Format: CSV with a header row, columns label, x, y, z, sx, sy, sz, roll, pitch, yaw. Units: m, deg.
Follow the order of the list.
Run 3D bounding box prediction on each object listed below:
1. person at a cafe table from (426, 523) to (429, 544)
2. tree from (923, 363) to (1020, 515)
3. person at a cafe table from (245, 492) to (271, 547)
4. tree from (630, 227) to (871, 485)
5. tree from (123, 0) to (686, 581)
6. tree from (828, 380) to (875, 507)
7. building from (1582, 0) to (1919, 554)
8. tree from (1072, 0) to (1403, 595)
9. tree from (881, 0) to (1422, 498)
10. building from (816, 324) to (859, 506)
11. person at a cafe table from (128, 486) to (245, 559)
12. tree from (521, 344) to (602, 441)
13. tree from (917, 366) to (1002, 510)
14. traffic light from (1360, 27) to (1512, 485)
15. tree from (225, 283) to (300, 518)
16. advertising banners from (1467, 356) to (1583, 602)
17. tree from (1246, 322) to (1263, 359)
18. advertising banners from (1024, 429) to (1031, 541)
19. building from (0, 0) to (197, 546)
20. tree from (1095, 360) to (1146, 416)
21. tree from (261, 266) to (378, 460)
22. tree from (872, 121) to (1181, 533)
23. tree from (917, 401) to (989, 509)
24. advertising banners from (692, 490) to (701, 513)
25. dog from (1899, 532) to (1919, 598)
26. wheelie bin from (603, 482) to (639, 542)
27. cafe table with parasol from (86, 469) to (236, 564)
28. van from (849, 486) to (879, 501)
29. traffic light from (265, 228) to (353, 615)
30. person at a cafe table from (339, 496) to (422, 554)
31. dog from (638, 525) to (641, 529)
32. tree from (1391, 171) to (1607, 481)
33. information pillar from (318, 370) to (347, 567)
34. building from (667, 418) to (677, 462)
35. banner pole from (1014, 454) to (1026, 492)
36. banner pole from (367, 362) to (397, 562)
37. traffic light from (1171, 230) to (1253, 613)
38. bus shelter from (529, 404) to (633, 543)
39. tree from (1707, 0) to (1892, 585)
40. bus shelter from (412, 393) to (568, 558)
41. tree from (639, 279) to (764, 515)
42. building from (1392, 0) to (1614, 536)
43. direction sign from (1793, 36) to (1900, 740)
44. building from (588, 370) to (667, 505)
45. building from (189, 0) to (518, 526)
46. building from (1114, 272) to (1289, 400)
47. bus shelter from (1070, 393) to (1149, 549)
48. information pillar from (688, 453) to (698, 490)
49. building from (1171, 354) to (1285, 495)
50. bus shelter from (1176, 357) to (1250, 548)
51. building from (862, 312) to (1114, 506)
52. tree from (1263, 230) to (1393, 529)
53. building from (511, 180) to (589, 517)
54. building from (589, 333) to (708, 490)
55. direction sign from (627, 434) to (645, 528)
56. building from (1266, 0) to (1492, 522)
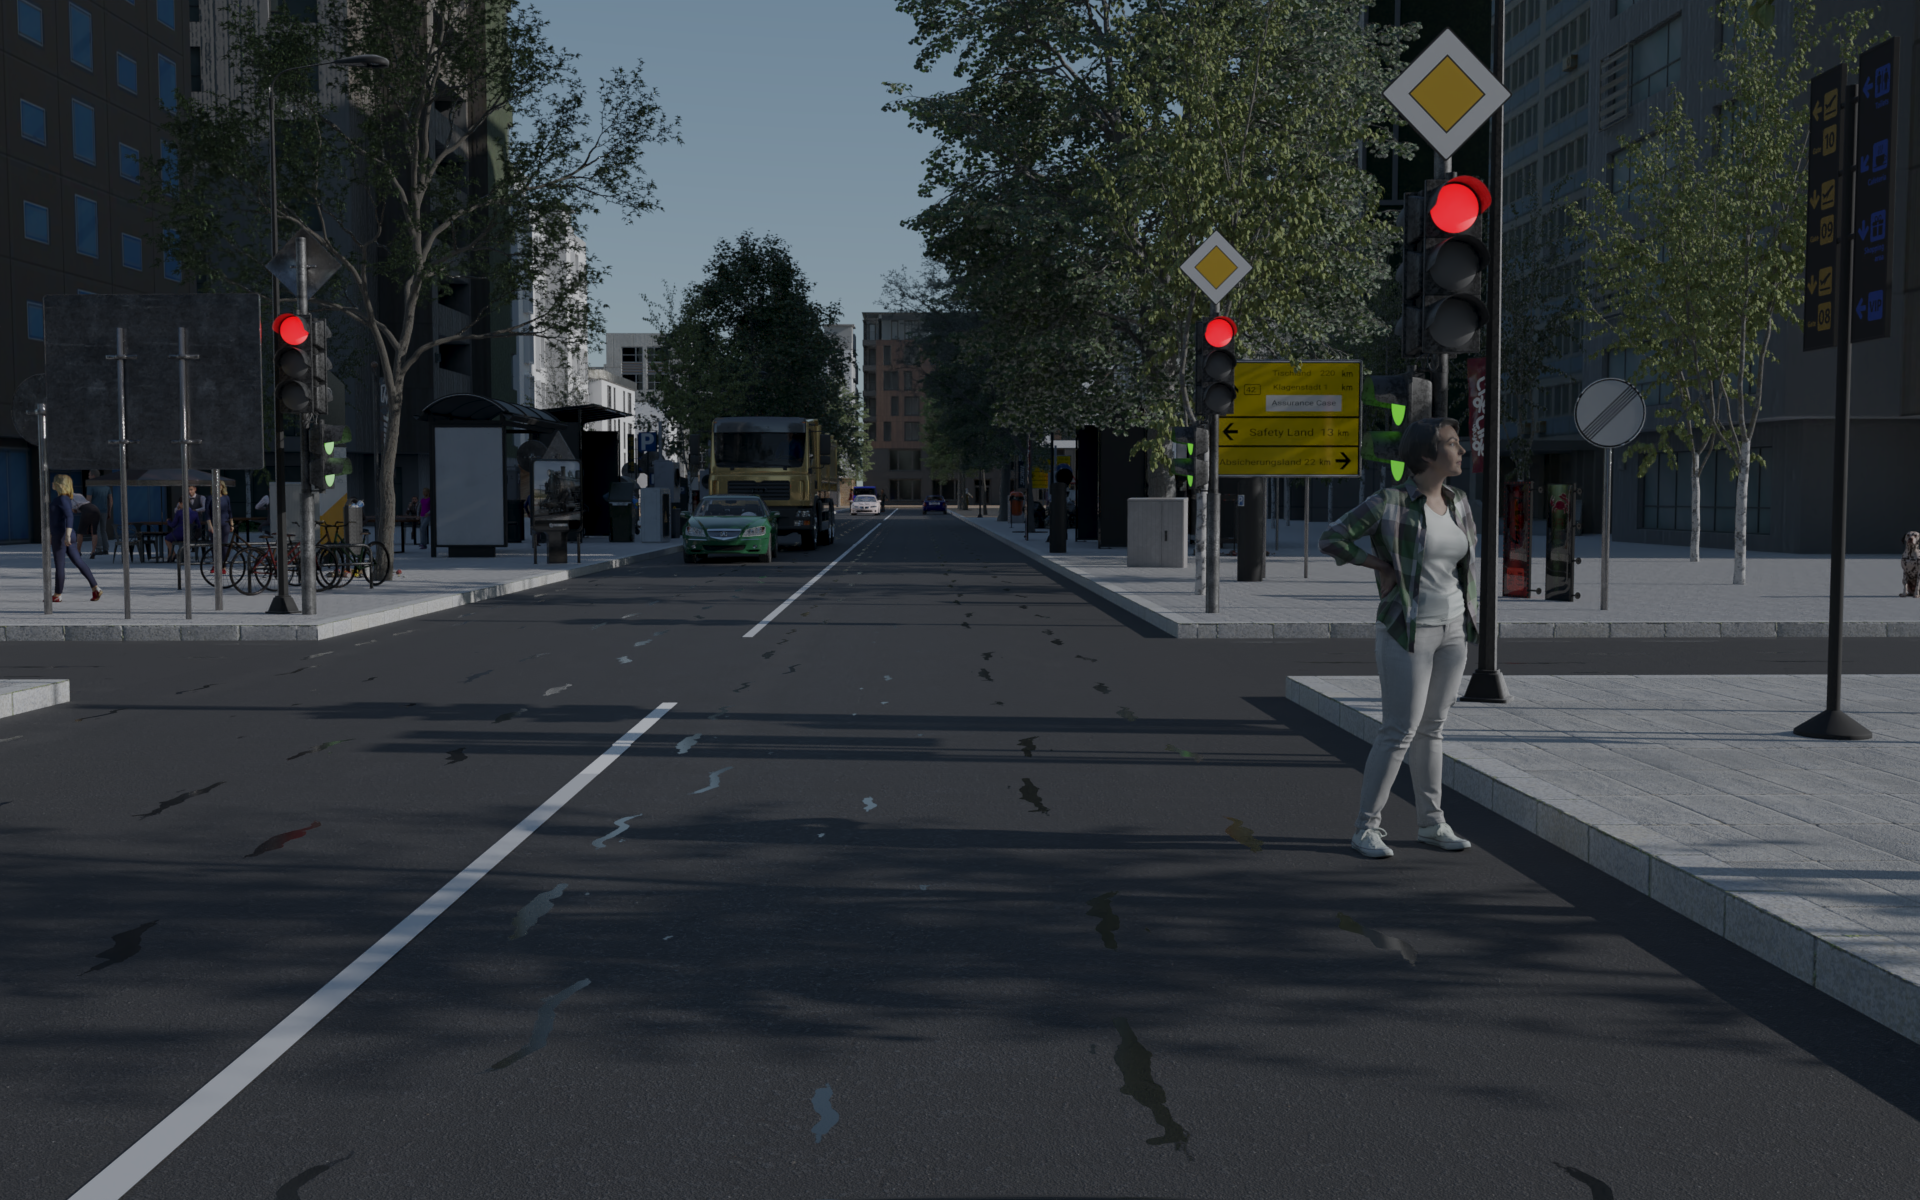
label,x,y,z,sx,sy,sz,roll,pitch,yaw
person at a cafe table,-14.118,-2.046,44.309,1.698,1.238,1.726,0,4,8
tree,1.218,-10.502,106.121,7.601,10.594,8.767,-1,4,-9
person at a cafe table,-16.214,-1.965,40.646,1.698,1.524,1.622,-3,5,-41
tree,-9.019,-9.639,74.611,9.611,12.733,9.660,0,3,0
tree,-8.251,-5.554,25.225,7.601,10.594,8.767,1,4,21
tree,-12.233,-15.265,167.701,7.486,12.596,7.792,0,3,0
building,23.811,-21.739,39.025,14.086,41.232,14.154,0,4,-1
tree,3.239,-4.378,21.950,4.737,8.622,4.395,0,3,0
tree,3.533,-7.607,31.029,9.857,13.997,8.962,0,3,0
building,-17.566,-20.951,198.972,11.380,20.091,16.016,0,4,-1
person at a cafe table,-15.554,-1.609,34.818,1.698,1.524,1.622,0,4,-8
tree,-18.914,-8.127,83.233,4.360,8.622,3.978,0,3,0
tree,0.202,-12.902,136.697,9.928,11.665,9.643,0,3,0
traffic light,2.915,-1.326,10.607,0.839,4.253,0.868,0,4,-1
tree,-24.816,-6.756,60.821,4.737,8.622,4.395,0,3,0
advertising banners,6.914,-1.540,21.373,0.090,3.025,2.074,-1,4,-23
tree,12.331,-6.605,58.350,4.360,8.622,3.978,0,3,0
advertising banners,1.853,-3.155,47.773,0.090,3.025,2.074,0,4,0
building,-30.375,-24.183,45.509,14.600,45.320,14.200,0,4,-1
tree,9.264,-8.589,90.792,4.360,8.622,3.978,0,3,0
tree,-19.427,-6.224,52.133,4.360,8.622,3.978,0,3,0
tree,2.178,-8.971,57.049,12.009,13.543,11.850,0,3,0
tree,0.334,-13.977,146.653,7.486,12.596,7.792,0,3,0
advertising banners,-10.216,-4.320,66.822,2.074,3.025,0.090,-2,4,-26
dog,12.016,-0.439,21.559,0.800,0.831,0.513,0,4,-7
wheelie bin,-8.999,-2.333,46.051,0.980,1.594,0.693,0,4,1
cafe table with parasol,-14.921,-1.683,32.376,2.610,1.966,2.610,0,4,3
van,-7.257,-7.801,131.932,2.240,2.365,5.245,0,4,-2
traffic light,-6.912,-1.798,18.323,0.839,4.253,0.868,0,4,-1
person at a cafe table,-12.806,-1.612,37.212,1.698,1.238,1.726,1,4,9
dog,-11.543,-2.819,63.826,0.550,0.427,0.748,-3,5,-43
tree,12.431,-5.416,38.915,4.360,8.622,3.978,0,3,0
information pillar,-11.115,-2.403,30.640,0.504,3.616,0.183,-3,5,-44
building,-39.207,-12.767,150.881,28.070,9.664,9.099,0,4,-1
banner pole,3.080,-6.105,89.838,0.863,3.779,0.401,0,4,6
banner pole,-10.880,-2.608,32.665,0.863,3.779,0.401,3,5,39
traffic light,2.706,-1.815,18.589,0.839,4.253,0.868,0,4,-1
bus shelter,-10.424,-3.471,48.039,1.731,3.624,6.357,0,4,-1
tree,11.005,-4.537,24.547,4.737,8.622,4.395,0,3,0
bus shelter,-10.013,-2.662,37.439,2.014,3.302,5.546,0,4,-2
tree,-9.159,-6.668,59.392,4.737,8.622,4.395,0,3,0
building,32.585,-22.534,60.319,32.217,40.220,23.993,0,4,-1
direction sign,4.637,-1.046,9.097,0.379,3.537,0.876,0,4,1
building,-28.946,-11.541,130.836,9.099,9.664,28.070,0,4,-1
building,-26.813,-18.276,70.513,14.160,30.474,14.107,0,4,-1
building,22.674,-16.793,141.016,16.747,18.905,31.486,0,4,-1
bus shelter,3.667,-3.194,43.501,1.731,3.624,6.357,0,4,-1
information pillar,-13.008,-5.700,84.543,0.504,3.616,0.183,-1,4,-20
building,19.769,-10.352,111.404,9.099,9.664,28.070,0,4,-1
bus shelter,6.648,-4.096,44.609,2.179,5.291,8.768,0,4,-1
building,5.035,-22.106,205.410,32.646,21.610,27.936,0,4,-1
tree,11.044,-5.852,46.042,4.360,8.622,3.978,0,3,0
building,-32.093,-15.529,110.315,16.016,20.091,11.380,0,4,-1
building,-38.994,-20.311,198.549,31.486,18.905,16.747,0,4,-1
direction sign,-12.226,-4.490,65.404,0.379,3.537,0.876,2,4,34
building,26.135,-39.392,82.319,20.563,71.187,20.611,0,4,-1
